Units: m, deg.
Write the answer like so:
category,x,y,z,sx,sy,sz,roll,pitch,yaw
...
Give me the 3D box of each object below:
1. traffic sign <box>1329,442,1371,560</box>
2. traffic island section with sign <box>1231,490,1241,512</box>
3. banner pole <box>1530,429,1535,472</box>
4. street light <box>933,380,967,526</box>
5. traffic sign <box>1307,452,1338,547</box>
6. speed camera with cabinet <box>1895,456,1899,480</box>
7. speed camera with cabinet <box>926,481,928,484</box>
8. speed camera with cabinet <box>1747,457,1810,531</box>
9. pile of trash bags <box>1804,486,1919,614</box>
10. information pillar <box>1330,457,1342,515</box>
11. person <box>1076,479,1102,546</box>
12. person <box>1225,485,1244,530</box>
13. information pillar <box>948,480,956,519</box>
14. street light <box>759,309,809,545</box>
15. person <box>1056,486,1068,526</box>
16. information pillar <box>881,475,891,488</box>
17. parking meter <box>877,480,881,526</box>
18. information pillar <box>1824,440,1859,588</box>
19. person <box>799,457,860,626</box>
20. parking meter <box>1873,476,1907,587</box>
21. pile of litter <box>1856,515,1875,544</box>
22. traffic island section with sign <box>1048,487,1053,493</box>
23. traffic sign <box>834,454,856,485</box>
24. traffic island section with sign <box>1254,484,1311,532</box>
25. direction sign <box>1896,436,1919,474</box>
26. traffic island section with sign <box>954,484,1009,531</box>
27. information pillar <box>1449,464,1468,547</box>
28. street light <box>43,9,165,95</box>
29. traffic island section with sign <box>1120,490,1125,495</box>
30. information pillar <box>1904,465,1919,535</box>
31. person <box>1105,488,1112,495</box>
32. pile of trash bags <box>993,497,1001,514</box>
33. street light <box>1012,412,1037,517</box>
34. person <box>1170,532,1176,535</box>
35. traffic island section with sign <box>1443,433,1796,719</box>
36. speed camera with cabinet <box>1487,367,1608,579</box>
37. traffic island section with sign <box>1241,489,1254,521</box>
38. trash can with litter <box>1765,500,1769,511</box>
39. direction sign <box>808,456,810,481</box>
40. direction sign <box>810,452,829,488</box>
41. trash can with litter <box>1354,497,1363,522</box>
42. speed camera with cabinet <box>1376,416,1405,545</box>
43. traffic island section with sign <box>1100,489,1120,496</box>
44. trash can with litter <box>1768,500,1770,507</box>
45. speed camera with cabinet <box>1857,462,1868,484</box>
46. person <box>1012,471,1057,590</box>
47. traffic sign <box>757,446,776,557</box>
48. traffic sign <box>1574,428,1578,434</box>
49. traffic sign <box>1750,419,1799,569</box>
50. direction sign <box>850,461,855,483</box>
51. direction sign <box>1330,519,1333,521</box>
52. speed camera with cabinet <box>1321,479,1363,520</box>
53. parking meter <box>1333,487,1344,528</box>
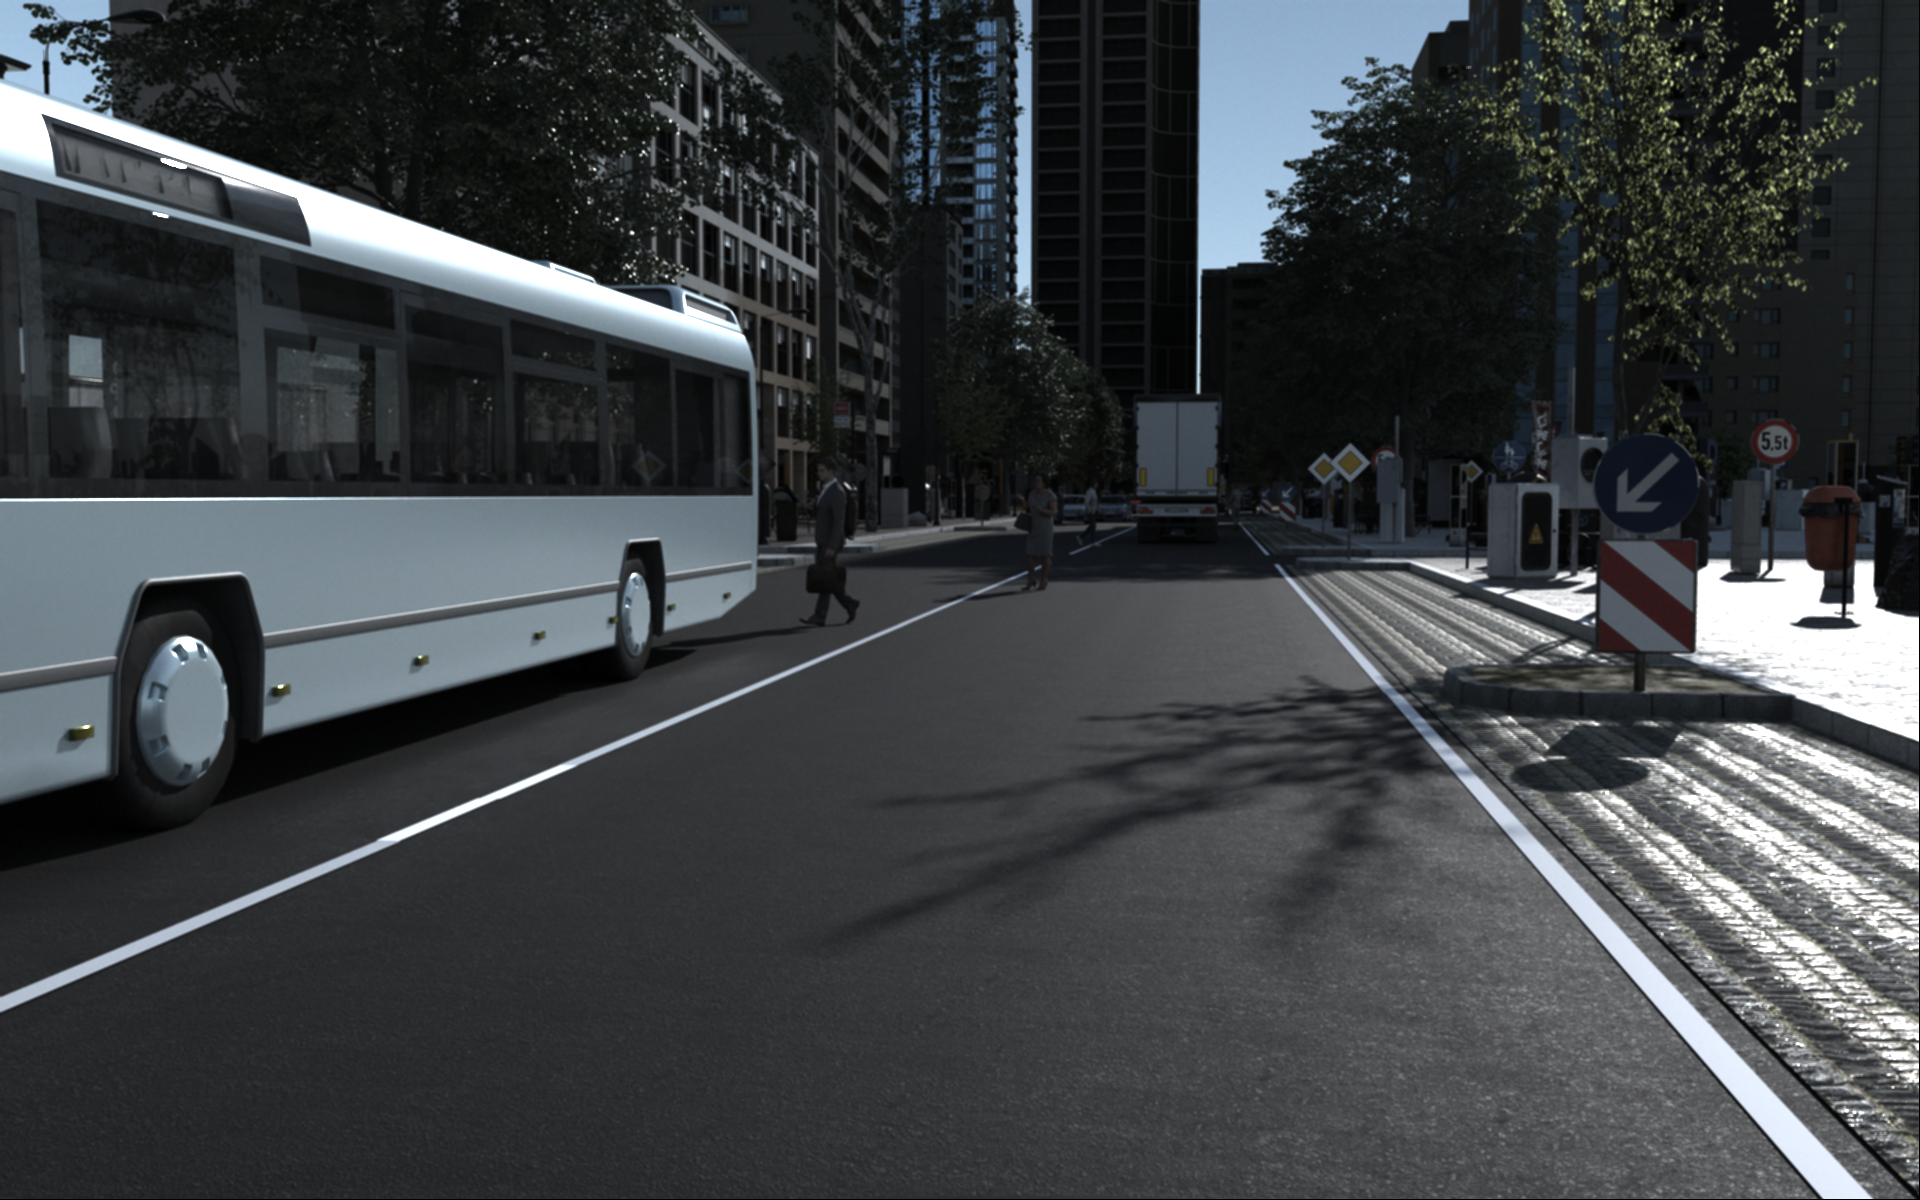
category,x,y,z,sx,sy,sz,roll,pitch,yaw
traffic sign,7.574,-1.837,33.683,0.795,2.450,0.064,1,4,8
traffic island section with sign,23.483,-8.178,142.345,1.989,1.847,2.006,1,4,8
banner pole,19.713,-4.207,58.801,0.863,3.779,0.401,-1,4,-12
street light,-0.420,-5.993,70.523,1.470,5.913,1.316,1,4,8
traffic sign,8.729,-2.321,41.584,0.795,2.450,0.064,1,4,8
speed camera with cabinet,48.407,-5.849,89.973,0.660,3.252,2.038,2,4,31
speed camera with cabinet,-2.844,-6.299,97.324,2.038,3.252,0.660,2,4,24
speed camera with cabinet,29.124,-4.115,61.621,0.660,3.252,2.038,-3,4,-36
pile of trash bags,10.827,-0.561,18.921,3.447,1.369,1.912,0,4,-8
information pillar,14.673,-4.655,67.458,0.504,3.616,0.183,-1,4,-19
person,3.544,-2.405,47.667,0.795,1.843,0.661,1,4,23
person,11.077,-3.732,69.645,0.709,1.813,0.853,-2,4,-27
information pillar,-0.429,-5.193,89.400,0.304,2.012,0.304,-3,5,-42
street light,-4.467,-4.345,43.583,1.470,5.913,1.316,1,4,8
person,4.586,-4.231,77.855,0.590,1.801,0.661,0,4,-8
information pillar,-2.877,-3.843,67.329,0.304,2.012,0.304,-1,4,-14
parking meter,-3.296,-3.939,70.110,0.255,1.863,0.399,-1,4,-23
information pillar,12.046,-1.174,23.681,0.304,2.012,0.304,0,4,7
person,-1.390,-0.636,18.870,0.822,1.834,0.622,-2,4,-31
parking meter,12.881,-0.952,23.977,0.372,1.533,0.369,0,3,0
pile of litter,23.270,-1.923,45.404,1.176,0.858,1.719,-2,4,-24
traffic island section with sign,4.769,-5.244,94.372,1.989,1.847,2.006,1,4,8
traffic sign,-2.989,-2.426,43.311,0.795,2.450,0.064,1,4,8
traffic island section with sign,12.331,-3.509,65.997,1.989,1.847,2.006,1,4,8
direction sign,37.153,-4.640,67.868,0.876,3.537,0.379,1,4,22
traffic island section with sign,0.873,-3.613,67.698,1.989,1.847,2.006,1,4,8
information pillar,12.142,-2.305,42.180,0.304,2.012,0.304,-3,5,-42
street light,-8.311,-2.709,16.831,1.470,5.913,1.316,1,4,8
traffic island section with sign,15.995,-9.941,171.157,1.989,1.847,2.006,1,4,8
information pillar,23.805,-2.372,43.273,0.304,2.012,0.304,1,4,16
person,9.772,-6.495,114.471,0.659,1.850,0.755,-1,4,-12
pile of trash bags,1.702,-6.081,109.172,1.912,1.369,3.447,1,4,15
street light,3.654,-7.696,98.370,1.470,5.913,1.316,1,4,8
person,7.330,-3.218,61.096,0.573,1.828,0.580,2,4,29
traffic island section with sign,4.446,-0.207,12.005,1.989,1.847,2.006,1,4,8
speed camera with cabinet,9.049,-1.975,26.622,2.038,3.252,0.660,-2,4,-30
traffic island section with sign,16.236,-5.146,92.770,1.989,1.847,2.006,1,4,8
trash can with litter,48.762,-5.707,104.362,1.678,1.210,2.233,-1,4,-20
direction sign,-8.619,-6.802,103.208,0.876,3.537,0.379,1,4,21
direction sign,-7.476,-6.196,93.309,0.876,3.537,0.379,-1,4,-23
trash can with litter,18.514,-4.182,79.767,1.055,1.170,0.624,0,4,8
speed camera with cabinet,11.099,-3.075,44.612,0.660,3.252,2.038,1,4,19
traffic island section with sign,12.050,-8.291,144.188,1.989,1.847,2.006,1,4,8
trash can with litter,38.354,-4.296,81.625,1.055,1.170,0.624,-3,5,-44
speed camera with cabinet,55.815,-6.961,108.156,0.660,3.252,2.038,0,4,-3
person,1.077,-1.038,25.837,0.716,1.782,0.532,3,4,38
traffic sign,-4.143,-1.943,35.409,0.795,2.450,0.064,1,4,8
traffic sign,12.027,-2.080,34.009,0.884,2.594,0.081,1,4,15
traffic sign,13.804,-1.793,29.424,0.768,2.556,0.104,1,4,11
direction sign,-7.484,-7.667,117.357,0.876,3.537,0.379,2,4,35
direction sign,17.742,-5.506,82.024,0.876,3.537,0.379,0,4,-5
speed camera with cabinet,18.814,-5.554,85.145,2.038,3.252,0.660,0,4,4
parking meter,14.516,-3.548,66.418,0.372,1.533,0.369,0,3,0
